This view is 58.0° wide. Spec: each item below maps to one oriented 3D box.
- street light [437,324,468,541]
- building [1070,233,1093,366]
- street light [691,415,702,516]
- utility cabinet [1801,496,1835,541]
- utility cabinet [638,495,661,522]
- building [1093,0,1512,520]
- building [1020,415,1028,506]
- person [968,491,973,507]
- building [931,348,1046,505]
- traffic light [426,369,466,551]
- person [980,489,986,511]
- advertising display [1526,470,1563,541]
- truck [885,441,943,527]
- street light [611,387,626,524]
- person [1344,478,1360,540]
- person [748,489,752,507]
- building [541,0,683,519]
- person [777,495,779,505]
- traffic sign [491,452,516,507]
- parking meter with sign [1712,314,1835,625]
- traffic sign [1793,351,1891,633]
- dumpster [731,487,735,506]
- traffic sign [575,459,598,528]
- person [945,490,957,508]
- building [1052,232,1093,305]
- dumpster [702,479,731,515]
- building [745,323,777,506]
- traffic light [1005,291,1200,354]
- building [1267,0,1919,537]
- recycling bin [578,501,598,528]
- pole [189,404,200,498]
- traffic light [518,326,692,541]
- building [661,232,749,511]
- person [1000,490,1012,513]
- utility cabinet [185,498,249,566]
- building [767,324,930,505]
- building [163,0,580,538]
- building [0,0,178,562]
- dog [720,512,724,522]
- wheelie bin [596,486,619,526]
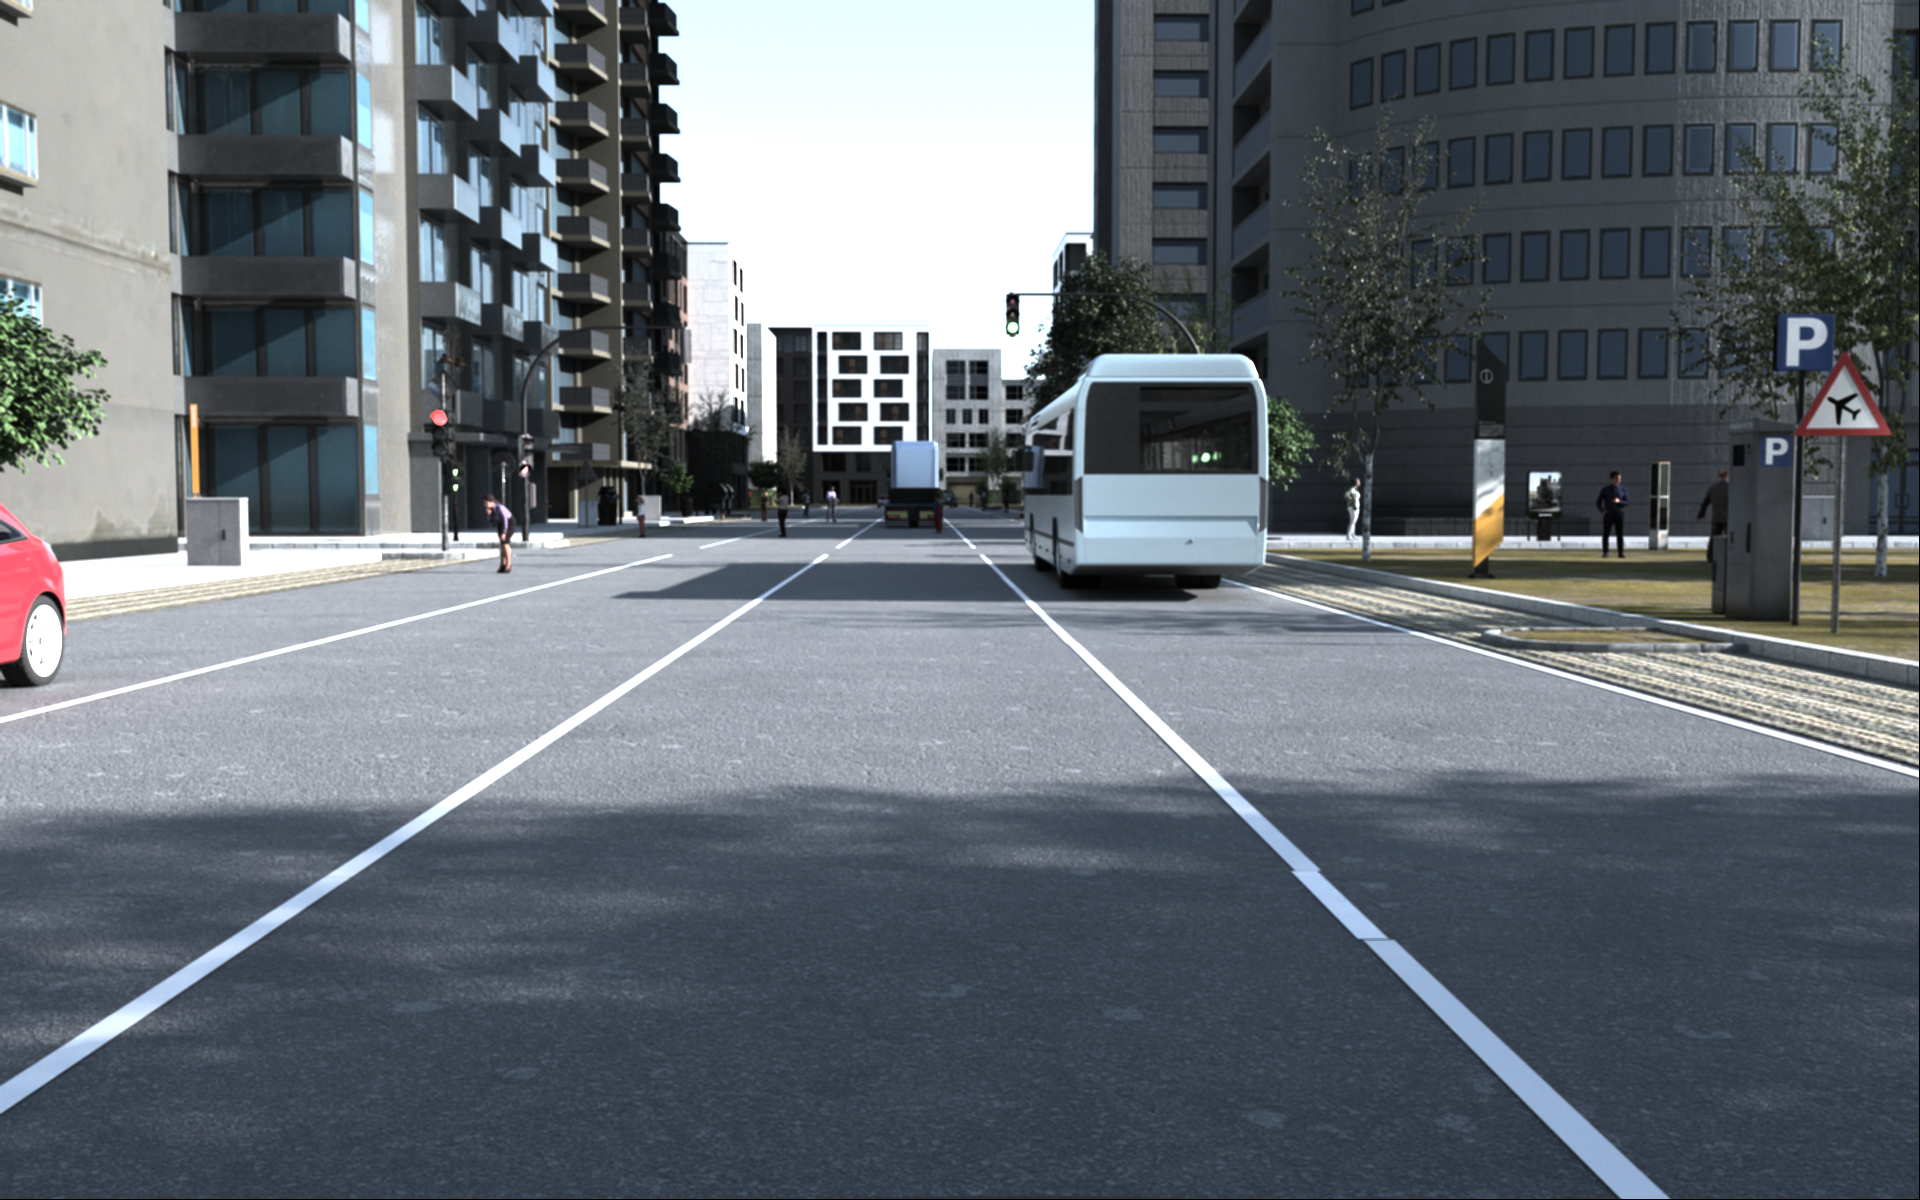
[{"bbox_3d":[-13.799,-4.553,47.236,0.468,5.910,1.993,0,4,-1],"label":"street light"},{"bbox_3d":[16.065,-16.714,129.698,16.016,20.091,11.380,0,4,-1],"label":"building"},{"bbox_3d":[-15.103,-7.735,99.261,0.468,5.910,1.993,0,4,-1],"label":"street light"},{"bbox_3d":[23.487,-2.221,47.483,1.020,1.237,0.306,2,4,24],"label":"utility cabinet"},{"bbox_3d":[-14.503,-4.268,80.945,1.020,1.237,0.306,0,4,-4],"label":"utility cabinet"},{"bbox_3d":[18.868,-34.603,107.755,21.231,58.520,28.212,0,4,-1],"label":"building"},{"bbox_3d":[11.671,-14.686,182.266,9.099,9.664,28.070,0,4,-1],"label":"building"},{"bbox_3d":[1.146,-11.190,191.898,0.568,1.767,0.683,1,4,12],"label":"person"},{"bbox_3d":[12.199,-21.535,218.554,31.486,18.905,16.747,0,4,-1],"label":"building"},{"bbox_3d":[-11.575,-3.057,38.907,0.839,4.253,0.868,0,4,-1],"label":"traffic light"},{"bbox_3d":[1.885,-8.509,147.498,0.599,1.838,0.709,1,4,21],"label":"person"},{"bbox_3d":[15.951,-2.573,47.277,0.974,1.923,0.123,0,4,-4],"label":"advertising display"},{"bbox_3d":[-2.163,-5.633,81.860,2.967,4.110,18.799,0,4,-1],"label":"truck"},{"bbox_3d":[-14.390,-6.144,73.250,0.468,5.910,1.993,0,4,-1],"label":"street light"},{"bbox_3d":[10.964,-2.543,48.341,0.376,1.734,0.841,2,4,29],"label":"person"},{"bbox_3d":[-21.619,-10.476,177.290,0.705,1.831,1.348,2,4,27],"label":"person"},{"bbox_3d":[-28.350,-27.287,100.759,22.147,44.769,28.867,0,4,-1],"label":"building"},{"bbox_3d":[-21.157,-11.753,198.751,0.990,1.755,0.434,1,4,13],"label":"person"},{"bbox_3d":[-13.717,-3.175,52.015,0.768,2.556,0.104,1,4,8],"label":"traffic sign"},{"bbox_3d":[8.197,-1.309,17.671,0.543,3.016,1.738,0,4,2],"label":"parking meter with sign"},{"bbox_3d":[8.064,-0.972,15.895,0.884,2.594,0.081,0,4,1],"label":"traffic sign"},{"bbox_3d":[-15.488,-6.724,112.424,1.502,2.255,1.985,0,4,-1],"label":"dumpster"},{"bbox_3d":[-13.994,-3.969,64.892,0.884,2.594,0.081,0,4,5],"label":"traffic sign"},{"bbox_3d":[-0.864,-10.294,176.890,1.350,1.814,0.705,2,4,24],"label":"person"},{"bbox_3d":[21.788,-18.829,151.830,27.936,21.610,32.646,0,4,-1],"label":"building"},{"bbox_3d":[-15.315,-6.463,108.165,1.502,2.255,1.985,0,4,-1],"label":"dumpster"},{"bbox_3d":[-36.284,-19.587,186.709,31.486,18.905,16.747,0,4,-1],"label":"building"},{"bbox_3d":[3.392,-3.943,39.137,4.771,5.953,1.251,0,4,-1],"label":"traffic light"},{"bbox_3d":[24.265,-31.718,60.589,28.212,58.520,21.231,0,4,-1],"label":"building"},{"bbox_3d":[-14.276,-3.296,66.447,0.722,1.027,0.722,-1,4,-12],"label":"recycling bin"},{"bbox_3d":[-17.389,-2.785,39.374,0.158,3.312,0.155,0,3,0],"label":"pole"},{"bbox_3d":[-9.676,-4.422,46.974,4.771,5.953,1.251,0,4,-1],"label":"traffic light"},{"bbox_3d":[-32.475,-17.986,138.042,27.936,21.610,32.646,0,4,-1],"label":"building"},{"bbox_3d":[3.490,-7.497,131.751,1.217,1.739,0.721,-3,5,-42],"label":"person"},{"bbox_3d":[-13.271,-1.210,30.945,1.020,1.237,0.306,0,4,5],"label":"utility cabinet"},{"bbox_3d":[-20.279,-23.143,222.369,32.646,21.610,27.936,0,4,-1],"label":"building"},{"bbox_3d":[-27.708,-27.121,63.042,23.786,49.044,30.456,0,4,-1],"label":"building"},{"bbox_3d":[-27.311,-24.572,25.461,21.600,48.544,21.300,0,4,-1],"label":"building"},{"bbox_3d":[-11.988,-4.167,87.420,0.540,0.507,0.406,3,4,38],"label":"dog"},{"bbox_3d":[-14.299,-3.825,70.447,0.693,1.594,0.980,3,5,43],"label":"wheelie bin"}]
